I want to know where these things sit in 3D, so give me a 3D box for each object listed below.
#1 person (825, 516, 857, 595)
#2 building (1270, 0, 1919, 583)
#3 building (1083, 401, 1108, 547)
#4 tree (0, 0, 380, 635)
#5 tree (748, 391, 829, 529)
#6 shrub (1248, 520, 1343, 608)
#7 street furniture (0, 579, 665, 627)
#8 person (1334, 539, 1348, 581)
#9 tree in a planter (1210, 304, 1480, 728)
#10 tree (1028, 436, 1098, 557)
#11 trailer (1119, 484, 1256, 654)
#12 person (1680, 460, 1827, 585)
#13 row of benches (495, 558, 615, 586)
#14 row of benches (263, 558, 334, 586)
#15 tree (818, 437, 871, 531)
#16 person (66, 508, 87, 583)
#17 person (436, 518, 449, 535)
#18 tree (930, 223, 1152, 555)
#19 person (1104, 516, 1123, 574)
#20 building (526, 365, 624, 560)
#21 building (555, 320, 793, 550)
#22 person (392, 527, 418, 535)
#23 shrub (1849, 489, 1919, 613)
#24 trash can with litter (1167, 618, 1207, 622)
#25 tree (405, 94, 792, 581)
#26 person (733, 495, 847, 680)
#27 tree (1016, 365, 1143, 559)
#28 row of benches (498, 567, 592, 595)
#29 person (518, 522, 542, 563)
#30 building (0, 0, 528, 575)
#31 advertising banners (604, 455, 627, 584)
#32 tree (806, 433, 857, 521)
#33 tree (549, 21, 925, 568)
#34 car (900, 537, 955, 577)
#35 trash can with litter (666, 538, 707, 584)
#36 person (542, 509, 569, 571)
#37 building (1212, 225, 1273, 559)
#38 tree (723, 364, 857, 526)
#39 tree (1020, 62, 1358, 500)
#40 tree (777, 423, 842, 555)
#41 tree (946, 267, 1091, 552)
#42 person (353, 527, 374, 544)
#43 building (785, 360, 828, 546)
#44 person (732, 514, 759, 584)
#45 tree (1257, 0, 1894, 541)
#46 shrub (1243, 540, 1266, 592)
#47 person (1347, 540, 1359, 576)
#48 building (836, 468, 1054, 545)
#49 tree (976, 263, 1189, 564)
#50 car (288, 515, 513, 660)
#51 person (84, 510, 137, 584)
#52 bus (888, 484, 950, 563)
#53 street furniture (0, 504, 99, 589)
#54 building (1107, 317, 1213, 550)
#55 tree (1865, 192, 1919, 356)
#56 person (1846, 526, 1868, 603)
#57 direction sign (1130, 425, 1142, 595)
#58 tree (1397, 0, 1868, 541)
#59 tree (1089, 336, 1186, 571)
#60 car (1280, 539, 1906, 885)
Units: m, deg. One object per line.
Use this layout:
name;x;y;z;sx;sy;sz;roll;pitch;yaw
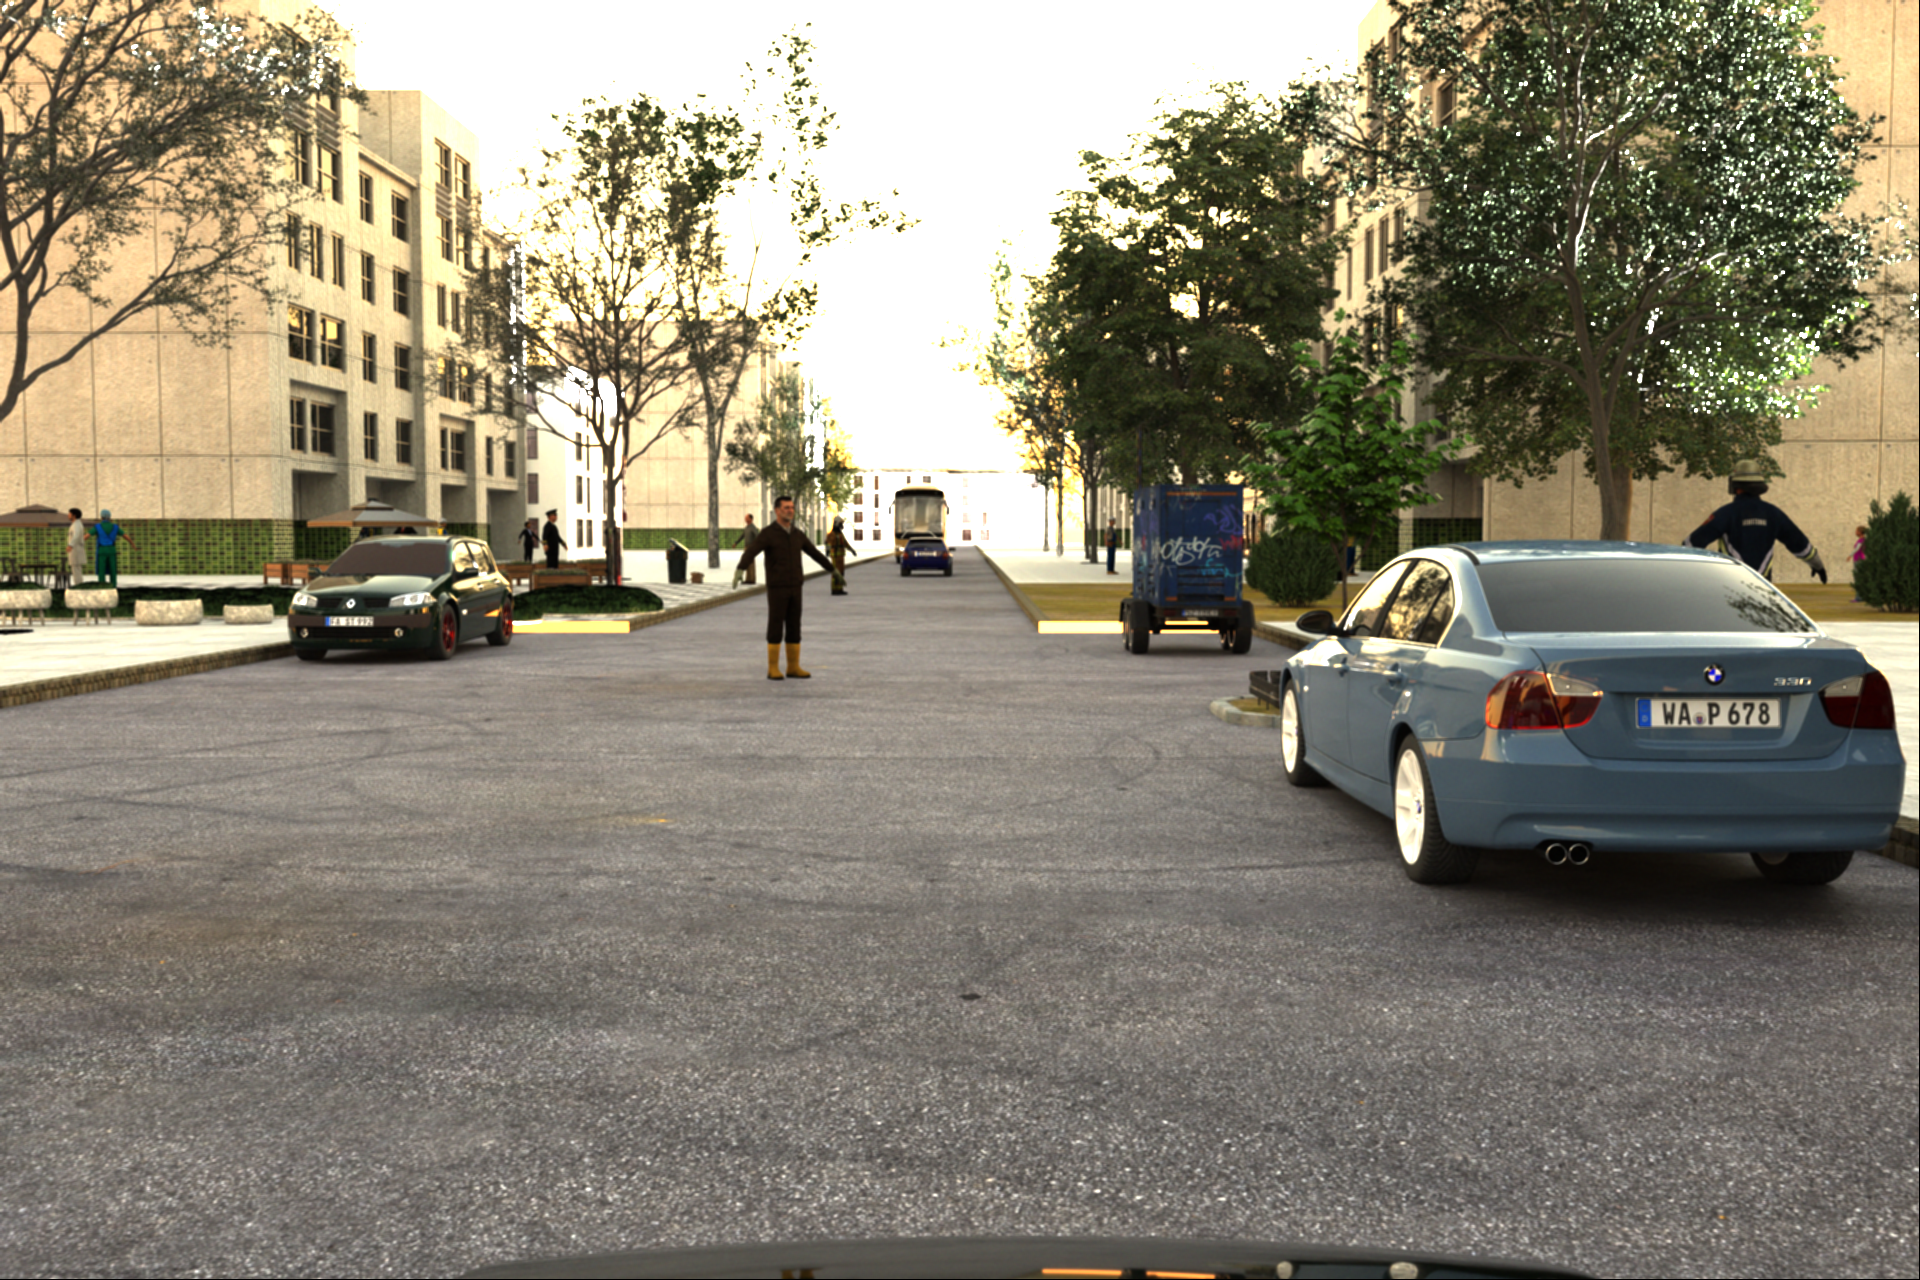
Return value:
person;-2.847;-1.987;40.706;0.705;1.858;1.354;2;4;26
building;22.136;-11.877;60.644;16.747;18.905;31.486;0;3;0
building;22.490;-19.349;182.821;16.747;18.905;31.486;0;4;0
tree;-12.560;-6.831;22.055;12.009;13.543;11.850;0;3;0
tree;-9.241;-8.509;89.477;4.360;8.622;3.978;0;3;0
shrub;5.916;-1.586;30.352;1.690;2.028;1.600;0;3;0
street furniture;-9.699;-0.673;26.623;10.072;0.657;5.734;0;4;-6
person;10.269;-2.503;47.055;0.705;1.813;1.348;3;4;38
tree in a planter;3.012;-0.996;13.512;1.991;3.239;1.994;0;4;0
tree;5.599;-9.033;98.049;4.360;8.622;3.978;0;3;0
trailer;2.732;-0.898;21.732;1.471;1.999;3.904;0;4;-1
person;6.013;-0.455;13.311;1.351;1.845;0.704;0;4;1
row of benches;-10.200;-1.735;43.829;1.422;0.672;4.104;2;4;33
row of benches;-16.069;-1.681;42.951;4.104;0.672;1.422;3;5;44
tree;-9.030;-10.938;129.190;4.737;8.622;4.395;0;3;0
person;-18.106;-1.788;35.421;0.705;1.806;1.347;-2;4;-24
person;-15.849;-2.872;53.415;0.721;1.772;1.216;-3;5;-43
tree;4.990;-15.329;106.519;12.611;20.169;13.585;0;3;0
person;4.865;-3.024;55.304;0.705;1.847;1.347;2;4;28
building;-23.964;-9.662;100.128;9.099;9.664;28.070;0;4;0
building;-25.159;-17.895;159.036;16.747;18.905;31.486;0;4;0
person;-15.828;-2.639;49.340;1.347;1.806;0.705;1;4;17
shrub;15.437;-1.463;28.341;1.690;2.028;1.600;0;3;0
trash can with litter;3.490;-0.859;25.435;1.055;1.170;0.624;0;4;-1
tree;-9.709;-8.426;48.128;12.009;13.543;11.850;0;3;0
person;-1.721;-0.524;17.161;1.346;1.812;0.704;-3;5;-41
tree;6.198;-9.390;87.939;7.601;10.594;8.767;1;4;12
row of benches;-8.628;-0.979;31.474;4.104;0.672;1.422;-1;4;-21
person;-15.877;-3.501;63.955;0.721;1.740;1.216;2;4;29
building;-29.740;-12.404;69.269;16.747;18.905;31.486;0;4;0
advertising banners;-7.454;-2.537;37.664;0.090;3.025;2.074;0;4;2
tree;-8.969;-10.495;121.952;4.737;8.622;4.395;0;3;0
tree;-8.183;-12.729;64.001;12.611;20.169;13.585;0;3;0
car;-1.137;-2.890;59.826;1.945;1.354;3.894;0;4;0
trash can with litter;-7.114;-2.061;45.081;1.055;1.170;0.624;0;4;1
person;-9.060;-1.997;38.589;0.705;1.837;1.347;0;4;7
building;24.404;-16.101;94.178;19.493;23.208;18.063;0;3;0
tree;-9.430;-9.880;95.947;8.767;10.594;7.601;1;4;12
tree;6.478;-8.697;48.844;9.857;13.997;8.962;0;3;0
tree;-9.557;-9.390;103.892;4.360;8.622;3.978;0;3;0
tree;4.790;-16.450;124.850;12.611;20.169;13.585;0;3;0
person;-20.070;-3.217;58.381;0.705;1.856;1.354;0;4;5
building;-24.474;-19.928;192.282;16.747;18.905;31.486;0;4;1
person;-5.412;-2.330;44.361;0.705;1.796;1.348;-3;4;-36
tree;8.394;-5.389;22.526;8.767;10.594;7.601;-1;4;-22
shrub;6.781;-1.679;38.560;1.383;1.207;1.383;0;3;0
person;12.004;-2.881;53.072;0.705;1.833;1.349;3;5;42
building;-1.859;-16.891;220.775;28.070;9.664;9.099;0;4;-5
tree;5.765;-10.071;75.036;12.009;13.543;11.850;0;3;0
car;-6.659;-0.680;20.901;2.009;1.686;4.222;0;3;0
person;-18.637;-1.936;37.786;1.347;1.817;0.704;-3;5;-45
bus;-1.929;-5.909;88.163;2.896;3.916;12.252;0;4;0
street furniture;-33.639;-1.835;35.035;27.439;1.986;14.083;0;4;0
building;22.458;-17.306;149.411;16.747;18.905;31.486;0;3;0
tree;25.409;-7.817;38.171;12.009;13.543;11.850;0;3;0
person;16.822;-1.422;32.514;0.599;1.433;0.991;3;5;41
direction sign;3.779;-2.723;36.525;0.379;3.537;0.876;0;4;1
tree;13.900;-7.912;36.009;9.857;13.997;8.962;0;3;0
tree;6.361;-6.755;60.803;4.737;8.622;4.395;0;3;0
car;2.723;0.222;8.377;2.014;1.417;4.499;0;4;1
